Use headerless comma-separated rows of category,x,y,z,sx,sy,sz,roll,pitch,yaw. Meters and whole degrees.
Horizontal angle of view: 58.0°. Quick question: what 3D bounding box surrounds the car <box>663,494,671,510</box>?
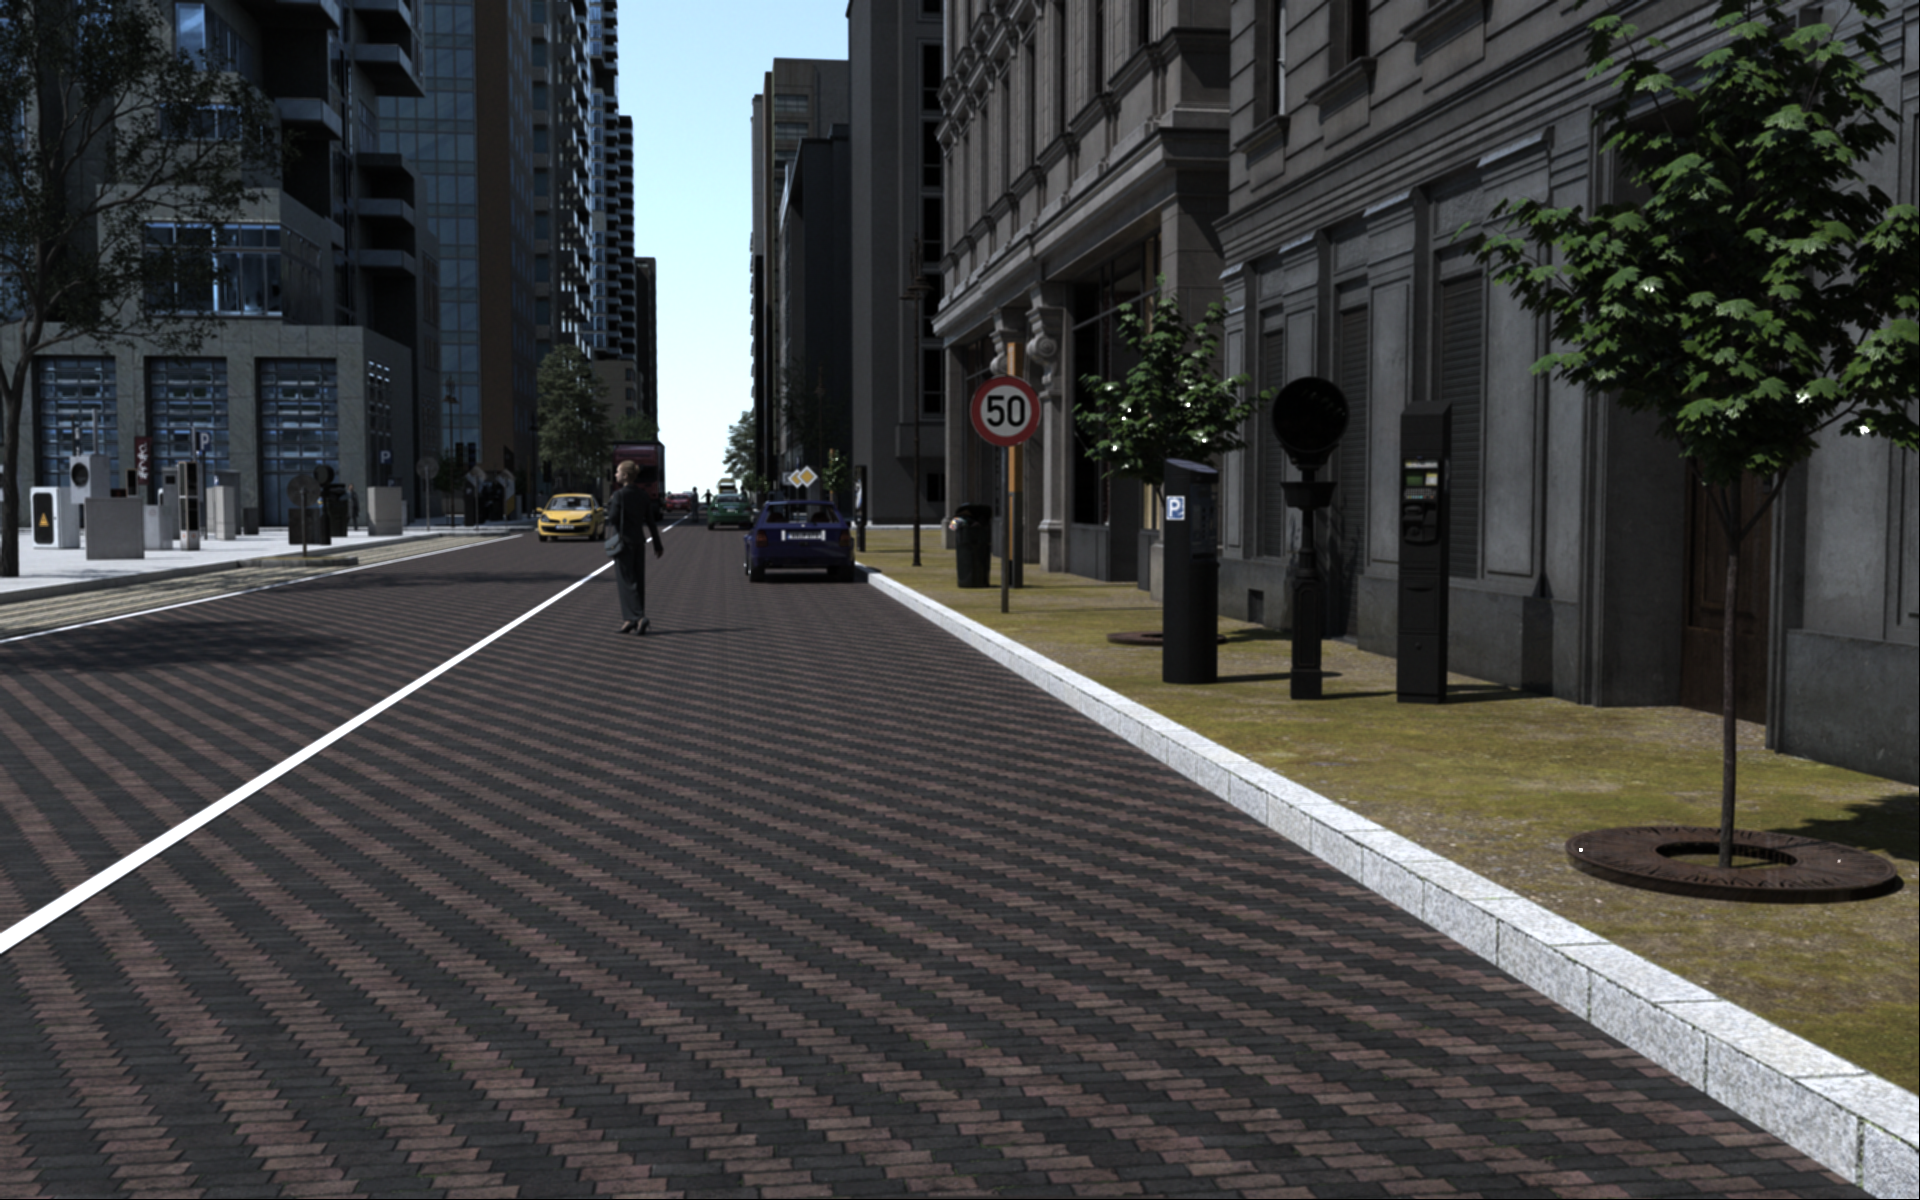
car,-25.925,-8.897,155.684,2.015,1.641,3.980,-1,4,-10

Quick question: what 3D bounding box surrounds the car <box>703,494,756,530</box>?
car,-9.314,-3.569,70.145,2.131,1.459,4.920,-1,4,-9

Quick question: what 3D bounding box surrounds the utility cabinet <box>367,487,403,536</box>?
utility cabinet,-17.508,-2.693,52.715,0.318,1.500,1.173,2,4,23

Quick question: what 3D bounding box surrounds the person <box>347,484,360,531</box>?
person,-22.475,-3.383,63.921,0.767,1.812,0.694,3,4,38

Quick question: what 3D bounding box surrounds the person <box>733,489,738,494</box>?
person,-16.915,-7.497,130.887,0.447,1.846,0.655,-1,4,-15

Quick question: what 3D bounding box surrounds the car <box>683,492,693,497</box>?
car,-39.965,-15.026,254.352,2.281,1.827,5.304,0,4,-7

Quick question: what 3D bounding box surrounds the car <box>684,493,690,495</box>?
car,-31.034,-11.375,195.579,1.945,1.707,3.694,0,4,-7

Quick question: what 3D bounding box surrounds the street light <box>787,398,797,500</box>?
street light,-8.087,-6.757,83.271,0.468,5.910,1.993,0,4,-8

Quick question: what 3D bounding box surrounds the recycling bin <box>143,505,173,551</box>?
recycling bin,-18.489,-1.653,39.582,0.722,1.027,0.722,0,4,-4

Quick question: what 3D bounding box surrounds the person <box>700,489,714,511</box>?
person,-21.764,-8.659,149.705,1.348,1.869,0.705,-1,4,-20

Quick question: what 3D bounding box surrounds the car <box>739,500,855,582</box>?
car,-2.779,-1.035,29.508,1.945,1.354,3.894,-1,4,-9

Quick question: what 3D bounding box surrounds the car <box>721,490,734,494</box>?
car,-23.689,-10.360,178.063,2.281,1.827,5.304,0,4,-6

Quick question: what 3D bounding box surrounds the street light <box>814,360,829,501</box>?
street light,-4.823,-5.337,60.044,0.468,5.910,1.993,0,4,-8

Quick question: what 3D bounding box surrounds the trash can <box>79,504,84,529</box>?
trash can,-32.570,-3.221,64.325,0.748,1.137,0.748,0,3,0

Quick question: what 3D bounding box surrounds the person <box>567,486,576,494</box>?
person,-18.973,-4.658,84.637,0.580,1.828,0.573,2,4,28

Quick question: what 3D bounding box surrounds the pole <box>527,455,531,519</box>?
pole,-22.276,-5.848,89.463,0.158,3.312,0.155,0,3,0

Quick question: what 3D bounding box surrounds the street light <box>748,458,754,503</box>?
street light,-22.533,-13.213,188.823,0.468,5.910,1.993,0,4,-8

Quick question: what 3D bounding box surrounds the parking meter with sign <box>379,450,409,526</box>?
parking meter with sign,-22.662,-4.479,69.495,0.543,3.016,1.738,0,4,5

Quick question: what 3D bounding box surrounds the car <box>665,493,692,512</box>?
car,-22.430,-7.904,138.270,2.155,1.783,4.494,0,4,-6

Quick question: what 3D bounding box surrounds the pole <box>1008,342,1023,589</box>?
pole,0.746,-1.811,23.448,0.158,3.312,0.155,0,3,0

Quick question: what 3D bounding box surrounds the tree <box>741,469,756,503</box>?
tree,-27.291,-14.905,227.410,4.285,4.588,4.351,0,3,0

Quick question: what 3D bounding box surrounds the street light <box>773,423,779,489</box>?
street light,-11.963,-8.554,112.646,0.468,5.910,1.993,0,4,-8

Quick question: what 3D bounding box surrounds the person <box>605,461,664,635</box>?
person,-3.326,-0.538,17.725,0.534,1.772,0.576,1,4,17

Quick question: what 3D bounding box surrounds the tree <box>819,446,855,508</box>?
tree,-4.738,-4.521,68.518,1.663,3.219,1.824,0,3,0

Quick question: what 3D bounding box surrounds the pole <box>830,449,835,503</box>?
pole,-5.745,-5.150,78.049,0.158,3.312,0.155,0,3,0

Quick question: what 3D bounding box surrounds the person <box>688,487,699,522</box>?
person,-13.548,-4.852,88.034,0.583,1.804,0.606,-1,4,-10

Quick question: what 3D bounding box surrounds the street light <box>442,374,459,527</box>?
street light,-19.577,-5.743,66.688,0.468,5.910,1.993,0,4,-8

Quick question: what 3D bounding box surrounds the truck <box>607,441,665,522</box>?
truck,-17.296,-6.388,93.353,2.839,4.237,11.283,0,4,-8

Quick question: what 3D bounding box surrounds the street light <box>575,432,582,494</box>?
street light,-27.705,-9.361,125.844,0.468,5.910,1.993,0,4,-8

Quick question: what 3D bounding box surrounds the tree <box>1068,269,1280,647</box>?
tree,1.751,-1.254,15.104,1.663,3.219,1.824,0,3,0

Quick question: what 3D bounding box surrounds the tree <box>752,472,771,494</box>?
tree,-17.016,-9.450,149.113,1.663,3.219,1.824,0,3,0

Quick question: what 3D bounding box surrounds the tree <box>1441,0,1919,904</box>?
tree,2.723,-0.681,5.740,1.663,3.219,1.824,0,3,0

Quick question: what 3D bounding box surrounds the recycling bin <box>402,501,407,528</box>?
recycling bin,-21.654,-3.295,66.429,0.722,1.027,0.722,0,4,-4

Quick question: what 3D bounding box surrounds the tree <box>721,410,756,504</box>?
tree,-28.479,-19.353,234.546,7.486,12.596,7.792,0,3,0

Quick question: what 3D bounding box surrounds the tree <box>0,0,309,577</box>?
tree,-14.587,-5.615,26.225,8.767,10.594,7.601,-2,4,-31

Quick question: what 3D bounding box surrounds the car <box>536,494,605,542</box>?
car,-11.937,-2.637,53.337,2.015,1.641,3.980,0,4,-6

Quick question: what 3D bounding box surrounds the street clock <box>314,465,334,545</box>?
street clock,-15.936,-2.378,43.446,0.471,2.002,0.358,2,4,23

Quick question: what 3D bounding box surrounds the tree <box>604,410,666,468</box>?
tree,-40.517,-17.743,215.850,9.928,11.665,9.643,0,3,0

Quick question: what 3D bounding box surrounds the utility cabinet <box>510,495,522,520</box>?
utility cabinet,-21.729,-4.499,84.722,0.306,1.237,1.020,-2,4,-31

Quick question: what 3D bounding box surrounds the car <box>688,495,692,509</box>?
car,-26.062,-9.261,163.777,2.083,1.381,4.827,-1,4,-9

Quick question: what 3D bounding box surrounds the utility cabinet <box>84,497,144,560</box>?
utility cabinet,-16.610,-1.397,34.011,1.020,1.237,0.306,-2,4,-31

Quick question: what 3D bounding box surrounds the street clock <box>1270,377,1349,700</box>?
street clock,2.173,-0.382,10.820,0.471,2.002,0.358,0,4,8

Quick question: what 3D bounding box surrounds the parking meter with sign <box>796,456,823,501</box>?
parking meter with sign,-6.730,-5.158,80.595,1.738,3.016,0.543,-1,4,-22

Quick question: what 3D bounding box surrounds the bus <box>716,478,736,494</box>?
bus,-36.158,-16.913,268.066,2.896,3.916,12.252,-1,4,-9

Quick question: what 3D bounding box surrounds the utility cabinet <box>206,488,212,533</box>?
utility cabinet,-24.277,-2.954,56.979,0.318,1.500,1.173,1,4,15

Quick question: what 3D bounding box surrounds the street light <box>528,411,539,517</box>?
street light,-23.620,-7.538,96.040,0.468,5.910,1.993,0,4,-8

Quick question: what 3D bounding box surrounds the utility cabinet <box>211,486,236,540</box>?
utility cabinet,-20.466,-2.419,48.230,0.318,1.500,1.173,-2,4,-35

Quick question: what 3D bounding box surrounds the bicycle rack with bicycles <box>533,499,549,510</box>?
bicycle rack with bicycles,-31.834,-7.166,130.554,2.852,0.926,2.925,-2,4,-25

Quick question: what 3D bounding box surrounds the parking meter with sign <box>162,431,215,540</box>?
parking meter with sign,-21.878,-3.191,48.429,1.738,3.016,0.543,1,4,10

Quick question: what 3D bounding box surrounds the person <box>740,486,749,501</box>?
person,-10.599,-4.677,84.878,0.656,1.842,0.836,1,4,20

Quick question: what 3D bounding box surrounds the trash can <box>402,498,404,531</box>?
trash can,-18.565,-2.753,56.666,0.748,1.137,0.748,0,3,0

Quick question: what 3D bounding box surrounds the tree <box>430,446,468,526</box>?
tree,-20.495,-4.590,69.649,1.663,3.219,1.824,0,3,0

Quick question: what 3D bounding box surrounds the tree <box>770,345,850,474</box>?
tree,-7.400,-8.343,86.768,4.737,8.622,4.395,0,3,0

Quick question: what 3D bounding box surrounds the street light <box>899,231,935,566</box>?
street light,-0.769,-3.542,30.694,0.468,5.910,1.993,0,4,-8

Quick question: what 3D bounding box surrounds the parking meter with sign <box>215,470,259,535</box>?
parking meter with sign,-22.822,-3.531,53.991,0.543,3.016,1.738,3,5,43

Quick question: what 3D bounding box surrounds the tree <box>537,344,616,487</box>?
tree,-29.961,-13.026,131.100,7.486,12.596,7.792,0,3,0

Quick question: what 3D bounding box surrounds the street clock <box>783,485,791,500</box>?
street clock,-8.095,-4.673,80.969,0.358,2.002,0.471,-2,4,-28

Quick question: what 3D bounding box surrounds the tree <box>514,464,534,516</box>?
tree,-25.316,-6.470,100.385,1.663,3.219,1.824,0,3,0

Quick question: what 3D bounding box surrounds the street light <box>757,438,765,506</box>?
street light,-16.211,-10.374,142.409,0.468,5.910,1.993,0,4,-8

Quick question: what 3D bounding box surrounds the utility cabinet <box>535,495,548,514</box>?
utility cabinet,-26.512,-6.030,109.747,0.306,1.237,1.020,2,4,25
